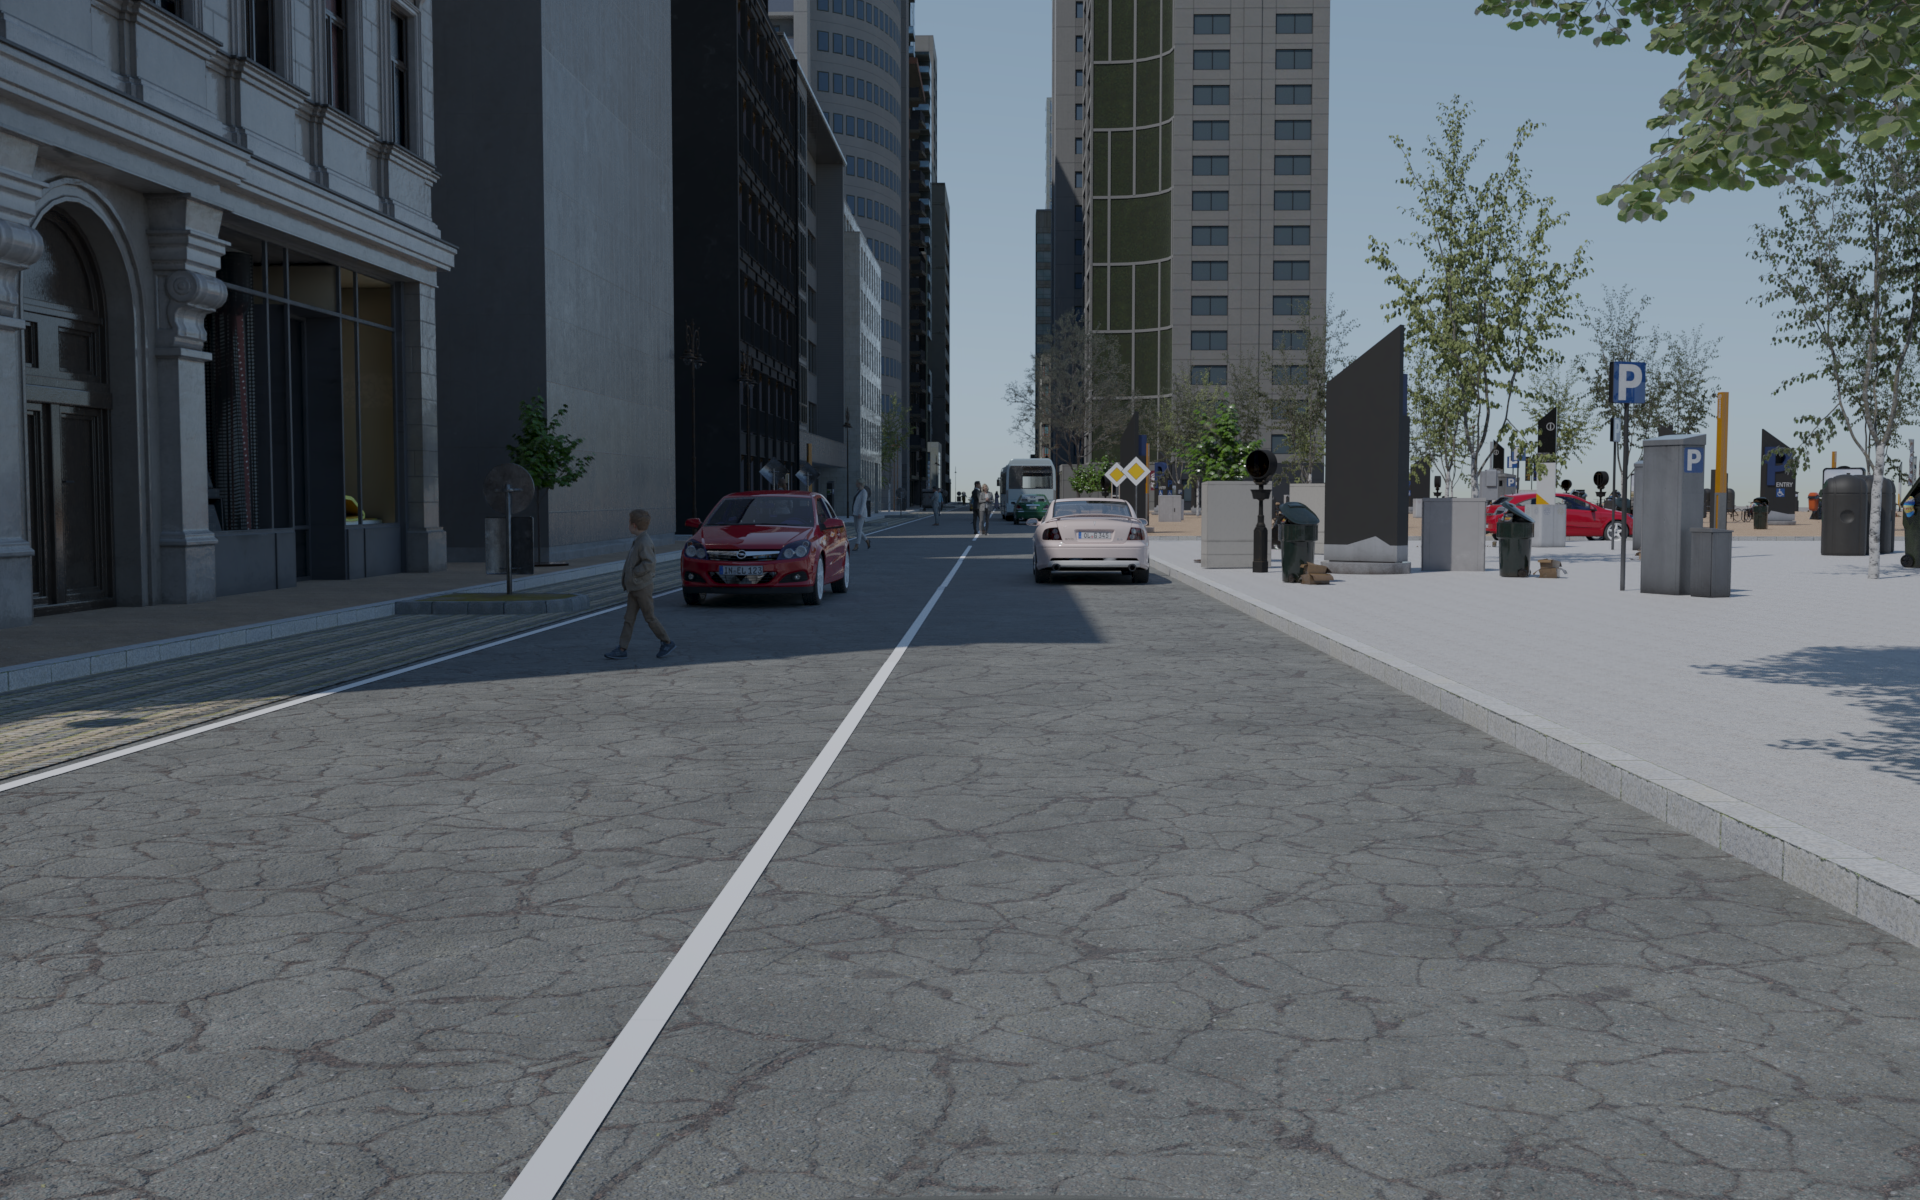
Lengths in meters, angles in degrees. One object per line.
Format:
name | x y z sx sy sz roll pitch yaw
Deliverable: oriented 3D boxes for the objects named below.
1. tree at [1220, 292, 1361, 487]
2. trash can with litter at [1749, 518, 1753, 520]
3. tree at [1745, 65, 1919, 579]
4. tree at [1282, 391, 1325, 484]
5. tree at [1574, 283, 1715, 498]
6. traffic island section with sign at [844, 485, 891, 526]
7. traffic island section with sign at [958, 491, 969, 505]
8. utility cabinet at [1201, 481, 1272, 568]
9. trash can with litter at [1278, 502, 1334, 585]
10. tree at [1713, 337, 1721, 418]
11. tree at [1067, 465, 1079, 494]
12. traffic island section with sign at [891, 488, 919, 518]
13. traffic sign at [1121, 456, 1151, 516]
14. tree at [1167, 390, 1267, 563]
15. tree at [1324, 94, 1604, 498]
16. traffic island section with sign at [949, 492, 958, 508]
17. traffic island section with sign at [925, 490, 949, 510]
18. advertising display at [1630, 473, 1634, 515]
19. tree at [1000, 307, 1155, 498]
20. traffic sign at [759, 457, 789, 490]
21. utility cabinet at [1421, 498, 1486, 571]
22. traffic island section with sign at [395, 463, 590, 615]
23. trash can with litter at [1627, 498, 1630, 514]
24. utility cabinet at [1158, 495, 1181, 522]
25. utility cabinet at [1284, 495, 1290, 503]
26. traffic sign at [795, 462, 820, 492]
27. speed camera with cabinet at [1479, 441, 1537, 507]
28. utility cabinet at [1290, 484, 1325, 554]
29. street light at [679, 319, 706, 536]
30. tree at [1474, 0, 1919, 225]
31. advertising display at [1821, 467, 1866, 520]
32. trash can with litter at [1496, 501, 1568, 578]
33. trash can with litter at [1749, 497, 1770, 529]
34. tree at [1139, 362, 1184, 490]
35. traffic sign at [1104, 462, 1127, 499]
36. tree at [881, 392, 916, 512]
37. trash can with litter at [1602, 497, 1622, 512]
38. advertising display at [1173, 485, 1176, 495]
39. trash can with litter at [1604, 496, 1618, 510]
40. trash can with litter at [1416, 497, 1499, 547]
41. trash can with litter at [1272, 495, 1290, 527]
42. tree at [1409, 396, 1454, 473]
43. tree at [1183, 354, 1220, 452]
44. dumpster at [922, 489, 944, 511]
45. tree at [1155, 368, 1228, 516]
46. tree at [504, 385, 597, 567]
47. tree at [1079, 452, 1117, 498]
tree | 12.578 -6.900 63.171 4.360 8.622 3.978 0 3 0
trash can with litter | 40.496 -4.683 87.622 2.233 1.210 1.678 -2 4 -26
tree | 13.911 -4.635 26.139 4.360 8.622 3.978 0 3 0
tree | 24.986 -10.648 124.451 4.737 8.622 4.395 0 3 0
tree | 23.177 -6.711 60.091 4.360 8.622 3.978 0 3 0
traffic island section with sign | -4.222 -4.182 76.997 1.989 1.847 2.006 0 4 1
traffic island section with sign | -0.050 -13.952 236.748 1.989 1.847 2.006 0 4 1
utility cabinet | 4.757 -1.293 29.824 1.173 1.500 0.318 -1 4 -12
trash can with litter | 5.022 -0.825 24.874 0.624 1.170 1.055 -1 4 -20
tree | 31.155 -7.639 75.261 4.360 8.622 3.978 0 3 0
tree | 7.207 -6.118 94.632 1.663 3.219 1.824 0 3 0
traffic island section with sign | -3.501 -5.858 104.404 1.989 1.847 2.006 0 4 1
traffic sign | 4.695 -2.606 46.243 0.795 2.450 0.064 0 4 1
tree | 4.963 -2.298 32.166 1.663 3.219 1.824 0 3 0
tree | 9.573 -4.991 31.963 4.737 8.622 4.395 0 3 0
traffic island section with sign | -1.506 -10.526 180.735 1.989 1.847 2.006 0 4 1
traffic island section with sign | -2.214 -8.878 153.789 1.989 1.847 2.006 0 4 1
advertising display | 21.063 -2.951 53.462 0.123 1.923 0.974 -1 4 -19
tree | 7.731 -12.494 114.654 12.009 13.543 11.850 0 3 0
traffic sign | -4.995 -2.622 46.516 0.795 2.450 0.064 0 4 1
utility cabinet | 8.228 -1.085 28.895 1.020 1.237 0.306 1 4 12
traffic island section with sign | -5.680 -0.781 21.396 1.989 1.847 2.006 0 4 1
trash can with litter | 25.096 -3.216 63.966 1.055 1.170 0.624 -3 5 -41
utility cabinet | 9.644 -4.185 79.589 1.020 1.237 0.306 0 4 -3
utility cabinet | 21.621 -6.225 112.942 1.020 1.237 0.306 -2 4 -26
traffic sign | -4.786 -3.110 54.499 0.795 2.450 0.064 0 4 1
speed camera with cabinet | 20.666 -4.338 65.269 2.038 3.252 0.660 0 4 6
utility cabinet | 7.551 -1.723 36.849 0.318 1.500 1.173 -3 4 -36
street light | -7.050 -4.467 45.815 0.468 5.910 1.993 0 4 1
tree | 5.460 -5.475 7.649 7.486 12.596 7.792 0 3 0
advertising display | 21.387 -2.247 41.948 0.123 1.923 0.974 -3 5 -40
trash can with litter | 8.809 -0.935 26.675 1.055 1.170 0.624 2 4 27
trash can with litter | 29.159 -3.165 63.135 0.624 1.170 1.055 2 4 30
tree | 11.638 -8.713 92.825 4.360 8.622 3.978 0 3 0
traffic sign | 4.904 -3.094 54.226 0.795 2.450 0.064 0 4 1
tree | -5.307 -10.614 123.903 4.737 8.622 4.395 0 3 0
trash can with litter | 26.699 -3.631 70.758 0.624 1.170 1.055 3 5 40
advertising display | 15.464 -7.380 125.871 0.123 1.923 0.974 3 4 37
trash can with litter | 21.740 -2.790 56.666 2.233 1.210 1.678 2 4 26
trash can with litter | 12.287 -1.893 42.007 2.233 1.210 1.678 1 4 21
trash can with litter | 11.636 -3.455 67.550 2.233 1.210 1.678 0 4 -3
tree | 33.734 -10.700 125.304 4.360 8.622 3.978 0 3 0
tree | 13.695 -8.293 85.953 4.360 8.622 3.978 0 3 0
dumpster | -2.289 -8.405 145.641 1.865 1.857 1.264 0 4 3
tree | 13.603 -9.189 100.607 4.737 8.622 4.395 0 3 0
tree | -7.526 -2.212 30.774 1.663 3.219 1.824 0 3 0
tree | 6.593 -5.048 77.140 1.663 3.219 1.824 0 3 0
